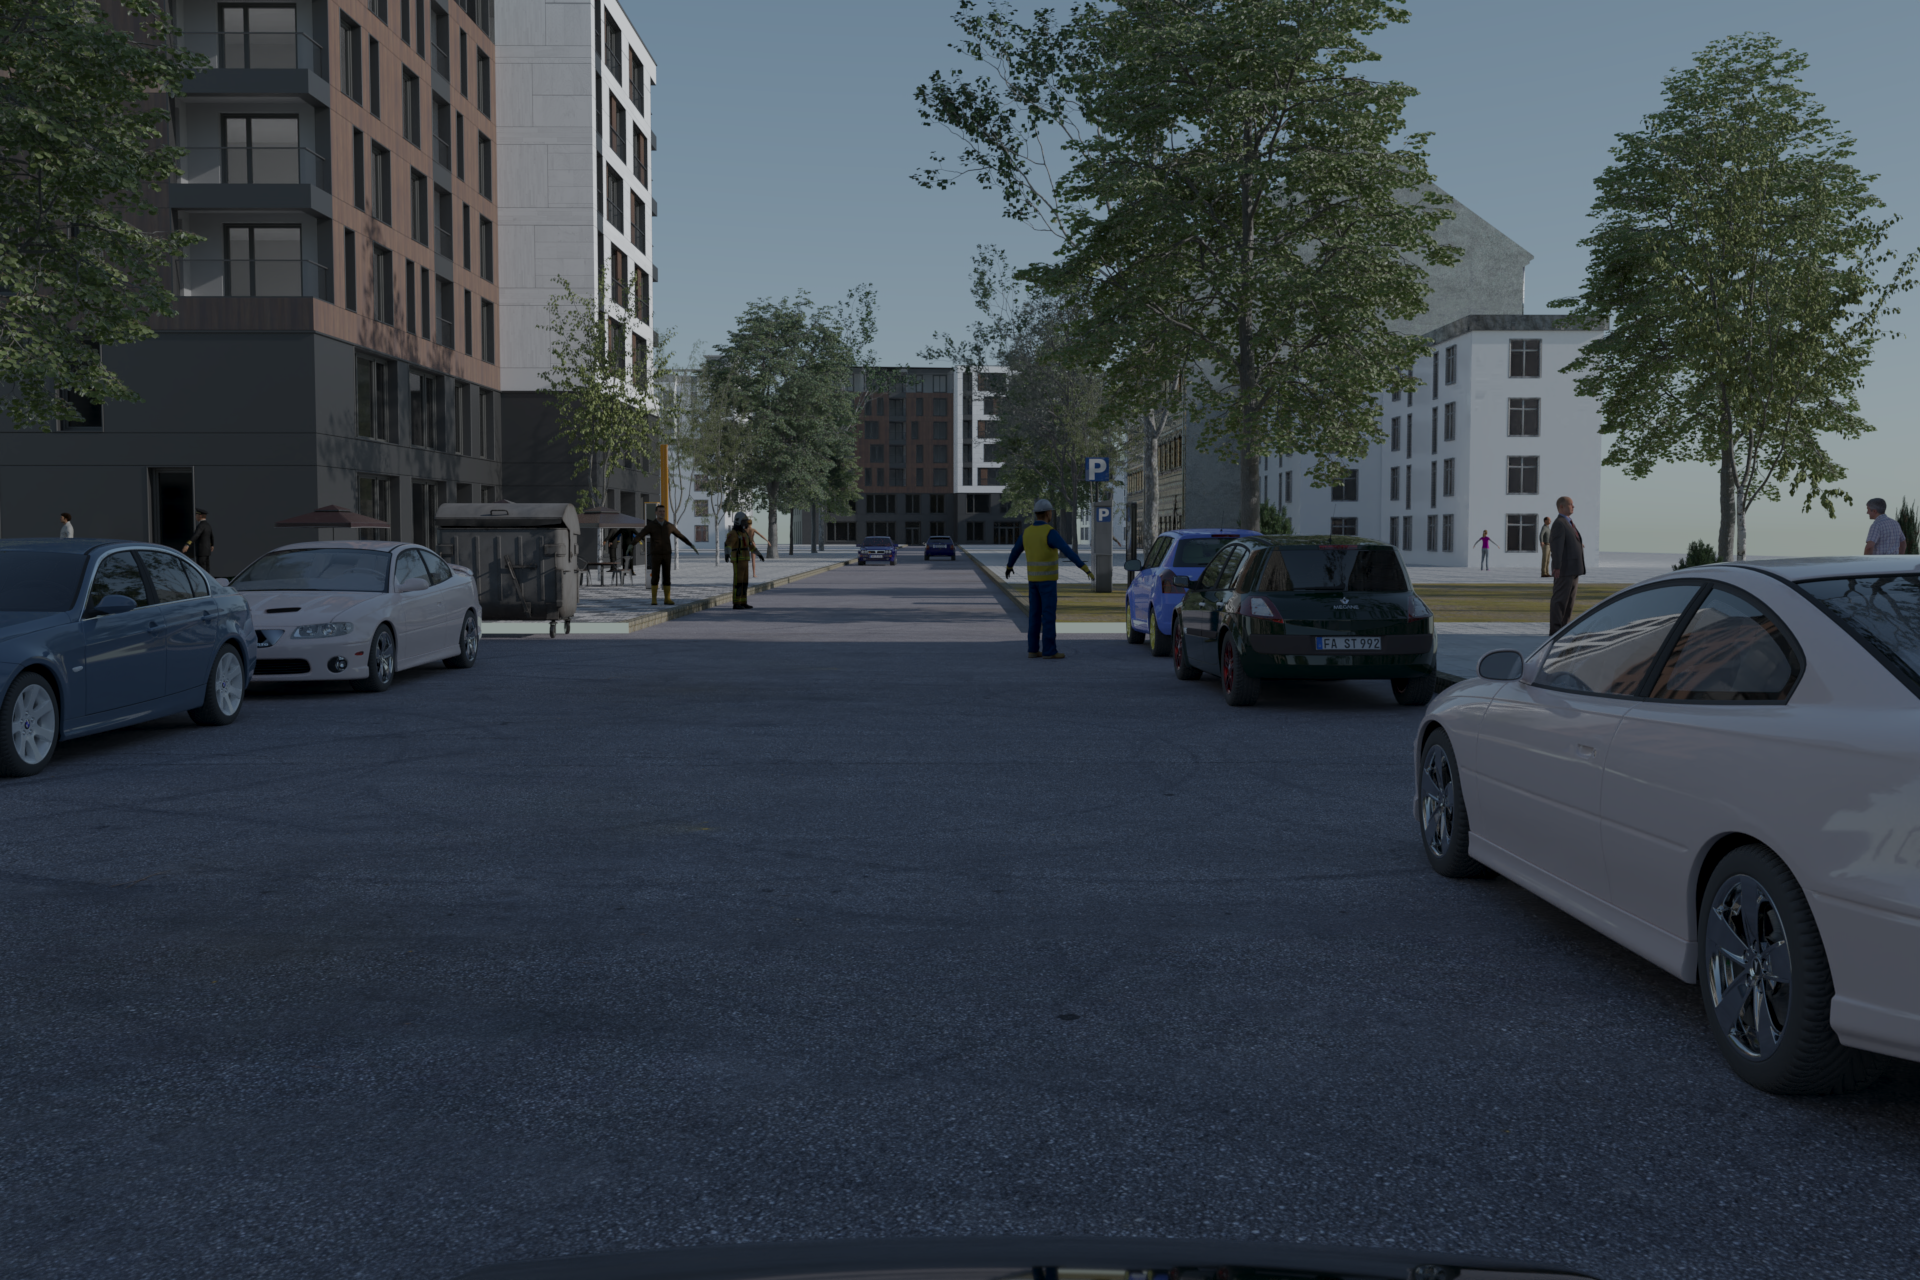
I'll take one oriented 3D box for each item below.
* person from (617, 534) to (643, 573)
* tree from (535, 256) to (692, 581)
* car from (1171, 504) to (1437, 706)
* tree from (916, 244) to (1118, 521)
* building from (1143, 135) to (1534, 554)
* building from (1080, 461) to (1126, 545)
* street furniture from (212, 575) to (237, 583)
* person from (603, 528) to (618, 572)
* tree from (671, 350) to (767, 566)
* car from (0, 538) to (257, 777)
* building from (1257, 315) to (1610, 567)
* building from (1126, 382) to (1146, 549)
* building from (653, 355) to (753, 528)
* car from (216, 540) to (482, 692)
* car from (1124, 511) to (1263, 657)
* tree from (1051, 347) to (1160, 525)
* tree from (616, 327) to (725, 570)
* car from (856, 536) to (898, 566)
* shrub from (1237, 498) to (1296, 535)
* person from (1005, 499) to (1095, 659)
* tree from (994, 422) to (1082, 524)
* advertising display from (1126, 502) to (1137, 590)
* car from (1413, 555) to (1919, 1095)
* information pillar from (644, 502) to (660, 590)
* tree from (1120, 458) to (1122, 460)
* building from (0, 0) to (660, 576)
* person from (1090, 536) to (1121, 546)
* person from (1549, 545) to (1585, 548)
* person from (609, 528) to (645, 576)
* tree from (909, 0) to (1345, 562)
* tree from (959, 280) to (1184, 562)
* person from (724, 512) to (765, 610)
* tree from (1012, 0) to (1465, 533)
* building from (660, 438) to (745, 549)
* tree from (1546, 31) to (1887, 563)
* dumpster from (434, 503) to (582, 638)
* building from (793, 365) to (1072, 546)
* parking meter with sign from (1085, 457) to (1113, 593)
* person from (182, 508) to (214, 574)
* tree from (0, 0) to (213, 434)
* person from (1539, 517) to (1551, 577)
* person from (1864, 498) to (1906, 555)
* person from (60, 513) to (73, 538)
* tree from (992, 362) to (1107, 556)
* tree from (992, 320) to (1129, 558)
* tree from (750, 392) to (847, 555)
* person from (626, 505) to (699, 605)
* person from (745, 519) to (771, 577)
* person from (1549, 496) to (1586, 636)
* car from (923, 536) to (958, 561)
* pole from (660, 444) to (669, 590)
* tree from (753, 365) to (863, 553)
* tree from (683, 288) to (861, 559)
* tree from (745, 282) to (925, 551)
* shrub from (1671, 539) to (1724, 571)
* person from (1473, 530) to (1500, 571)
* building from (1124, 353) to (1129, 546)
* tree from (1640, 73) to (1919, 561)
[{"bbox_3d":[-10.822,-3.067,56.617,1.216,1.772,0.721,3,5,39],"label":"person"},{"bbox_3d":[-9.657,-5.913,47.048,4.737,8.622,4.395,0,3,0],"label":"tree"},{"bbox_3d":[3.025,-0.370,15.833,2.009,1.686,4.222,0,4,-2],"label":"car"},{"bbox_3d":[3.740,-15.812,114.422,12.611,20.169,13.585,0,3,0],"label":"tree"},{"bbox_3d":[21.356,-16.662,103.355,19.493,23.208,18.063,0,4,-1],"label":"building"},{"bbox_3d":[19.243,-15.646,197.967,9.099,9.664,28.070,0,4,-1],"label":"building"},{"bbox_3d":[-14.569,-0.930,30.831,5.734,0.657,10.072,0,4,-7],"label":"street furniture"},{"bbox_3d":[-11.696,-3.178,58.181,0.704,1.802,1.346,0,4,8],"label":"person"},{"bbox_3d":[-9.693,-7.261,69.086,4.360,8.622,3.978,0,3,0],"label":"tree"},{"bbox_3d":[-6.340,0.017,11.725,2.014,1.417,4.499,0,3,0],"label":"car"},{"bbox_3d":[20.230,-8.455,80.384,9.099,9.664,28.070,0,3,0],"label":"building"},{"bbox_3d":[24.688,-19.562,150.767,19.493,23.208,18.063,0,3,0],"label":"building"},{"bbox_3d":[-28.568,-20.042,184.111,16.016,20.090,11.380,0,4,0],"label":"building"},{"bbox_3d":[-6.144,-0.295,17.180,2.083,1.381,4.827,0,3,0],"label":"car"},{"bbox_3d":[3.048,-0.731,21.547,1.945,1.707,3.694,0,4,-1],"label":"car"},{"bbox_3d":[5.133,-7.109,66.599,4.360,8.622,3.978,0,3,0],"label":"tree"},{"bbox_3d":[-10.108,-6.816,61.800,4.360,8.622,3.978,0,3,0],"label":"tree"},{"bbox_3d":[-3.804,-4.119,79.931,1.945,1.354,3.894,0,4,-1],"label":"car"},{"bbox_3d":[6.558,-2.042,37.421,1.661,2.075,1.752,0,3,0],"label":"shrub"},{"bbox_3d":[0.976,-0.707,19.983,1.349,1.833,0.705,3,5,45],"label":"person"},{"bbox_3d":[5.793,-12.839,128.040,7.486,12.596,7.792,0,3,0],"label":"tree"},{"bbox_3d":[3.482,-1.835,35.210,0.123,1.923,0.974,0,4,-1],"label":"advertising display"},{"bbox_3d":[2.936,0.400,5.817,2.083,1.381,4.827,0,4,-1],"label":"car"},{"bbox_3d":[-7.125,-2.180,40.143,0.304,2.012,0.304,0,3,0],"label":"information pillar"},{"bbox_3d":[20.784,-18.172,222.869,9.928,11.665,9.643,0,3,0],"label":"tree"},{"bbox_3d":[-26.938,-13.178,59.441,27.936,21.610,32.646,0,4,-1],"label":"building"},{"bbox_3d":[4.305,-2.792,51.773,1.348,1.813,0.705,-3,5,-44],"label":"person"},{"bbox_3d":[16.326,-2.501,46.743,1.347,1.847,0.705,-2,4,-31],"label":"person"},{"bbox_3d":[-10.205,-2.880,53.276,1.347,1.806,0.705,1,4,12],"label":"person"},{"bbox_3d":[4.293,-11.729,47.656,12.611,20.169,13.585,0,3,0],"label":"tree"},{"bbox_3d":[5.159,-10.323,79.158,12.009,13.543,11.850,0,3,0],"label":"tree"},{"bbox_3d":[-4.158,-1.515,33.002,0.705,1.858,1.354,2,4,24],"label":"person"},{"bbox_3d":[4.770,-6.826,29.739,7.486,12.596,7.792,0,3,0],"label":"tree"},{"bbox_3d":[-25.030,-13.678,165.775,9.099,9.664,28.070,0,3,0],"label":"building"},{"bbox_3d":[17.516,-7.464,40.169,7.486,12.596,7.792,0,3,0],"label":"tree"},{"bbox_3d":[-6.316,-0.980,24.236,1.865,1.857,1.264,0,4,-1],"label":"dumpster"},{"bbox_3d":[-4.473,-22.910,221.008,32.646,21.610,27.936,-1,4,-8],"label":"building"},{"bbox_3d":[3.139,-2.589,38.592,0.543,3.016,1.738,0,4,-2],"label":"parking meter with sign"},{"bbox_3d":[-16.178,-1.896,36.928,0.705,1.837,1.347,0,4,0],"label":"person"},{"bbox_3d":[-12.613,-6.249,20.306,7.486,12.596,7.792,0,3,0],"label":"tree"},{"bbox_3d":[17.384,-2.752,51.272,0.705,1.796,1.348,3,4,38],"label":"person"},{"bbox_3d":[10.893,-0.831,20.561,0.756,1.711,0.436,-1,4,-23],"label":"person"},{"bbox_3d":[-22.113,-2.240,42.818,0.705,1.806,1.347,-2,4,-33],"label":"person"},{"bbox_3d":[5.433,-10.738,101.318,9.928,11.665,9.643,0,3,0],"label":"tree"},{"bbox_3d":[5.460,-10.651,92.276,7.486,12.596,7.792,0,3,0],"label":"tree"},{"bbox_3d":[-10.064,-10.483,105.815,8.767,10.594,7.601,3,5,45],"label":"tree"},{"bbox_3d":[-5.400,-1.541,31.329,1.346,1.812,0.704,-2,4,-26],"label":"person"},{"bbox_3d":[-6.229,-2.734,51.500,1.217,1.733,0.721,0,4,5],"label":"person"},{"bbox_3d":[7.666,-0.930,21.809,0.434,1.755,0.990,3,5,40],"label":"person"},{"bbox_3d":[-1.092,-5.052,95.178,1.945,1.354,3.894,0,4,0],"label":"car"},{"bbox_3d":[-6.736,-2.793,39.513,0.158,3.312,0.155,0,3,0],"label":"pole"},{"bbox_3d":[-10.289,-12.146,116.708,7.486,12.596,7.792,0,3,0],"label":"tree"},{"bbox_3d":[-9.917,-11.233,90.311,9.857,13.997,8.962,0,3,0],"label":"tree"},{"bbox_3d":[-9.122,-16.742,129.618,12.611,20.169,13.585,0,3,0],"label":"tree"},{"bbox_3d":[14.849,-1.449,34.813,1.383,1.207,1.383,0,3,0],"label":"shrub"},{"bbox_3d":[18.461,-3.151,60.784,0.991,1.433,0.599,3,5,42],"label":"person"},{"bbox_3d":[21.953,-19.565,176.312,16.016,20.090,11.380,0,4,0],"label":"building"},{"bbox_3d":[12.873,-4.753,28.074,4.737,8.622,4.395,0,3,0],"label":"tree"}]
